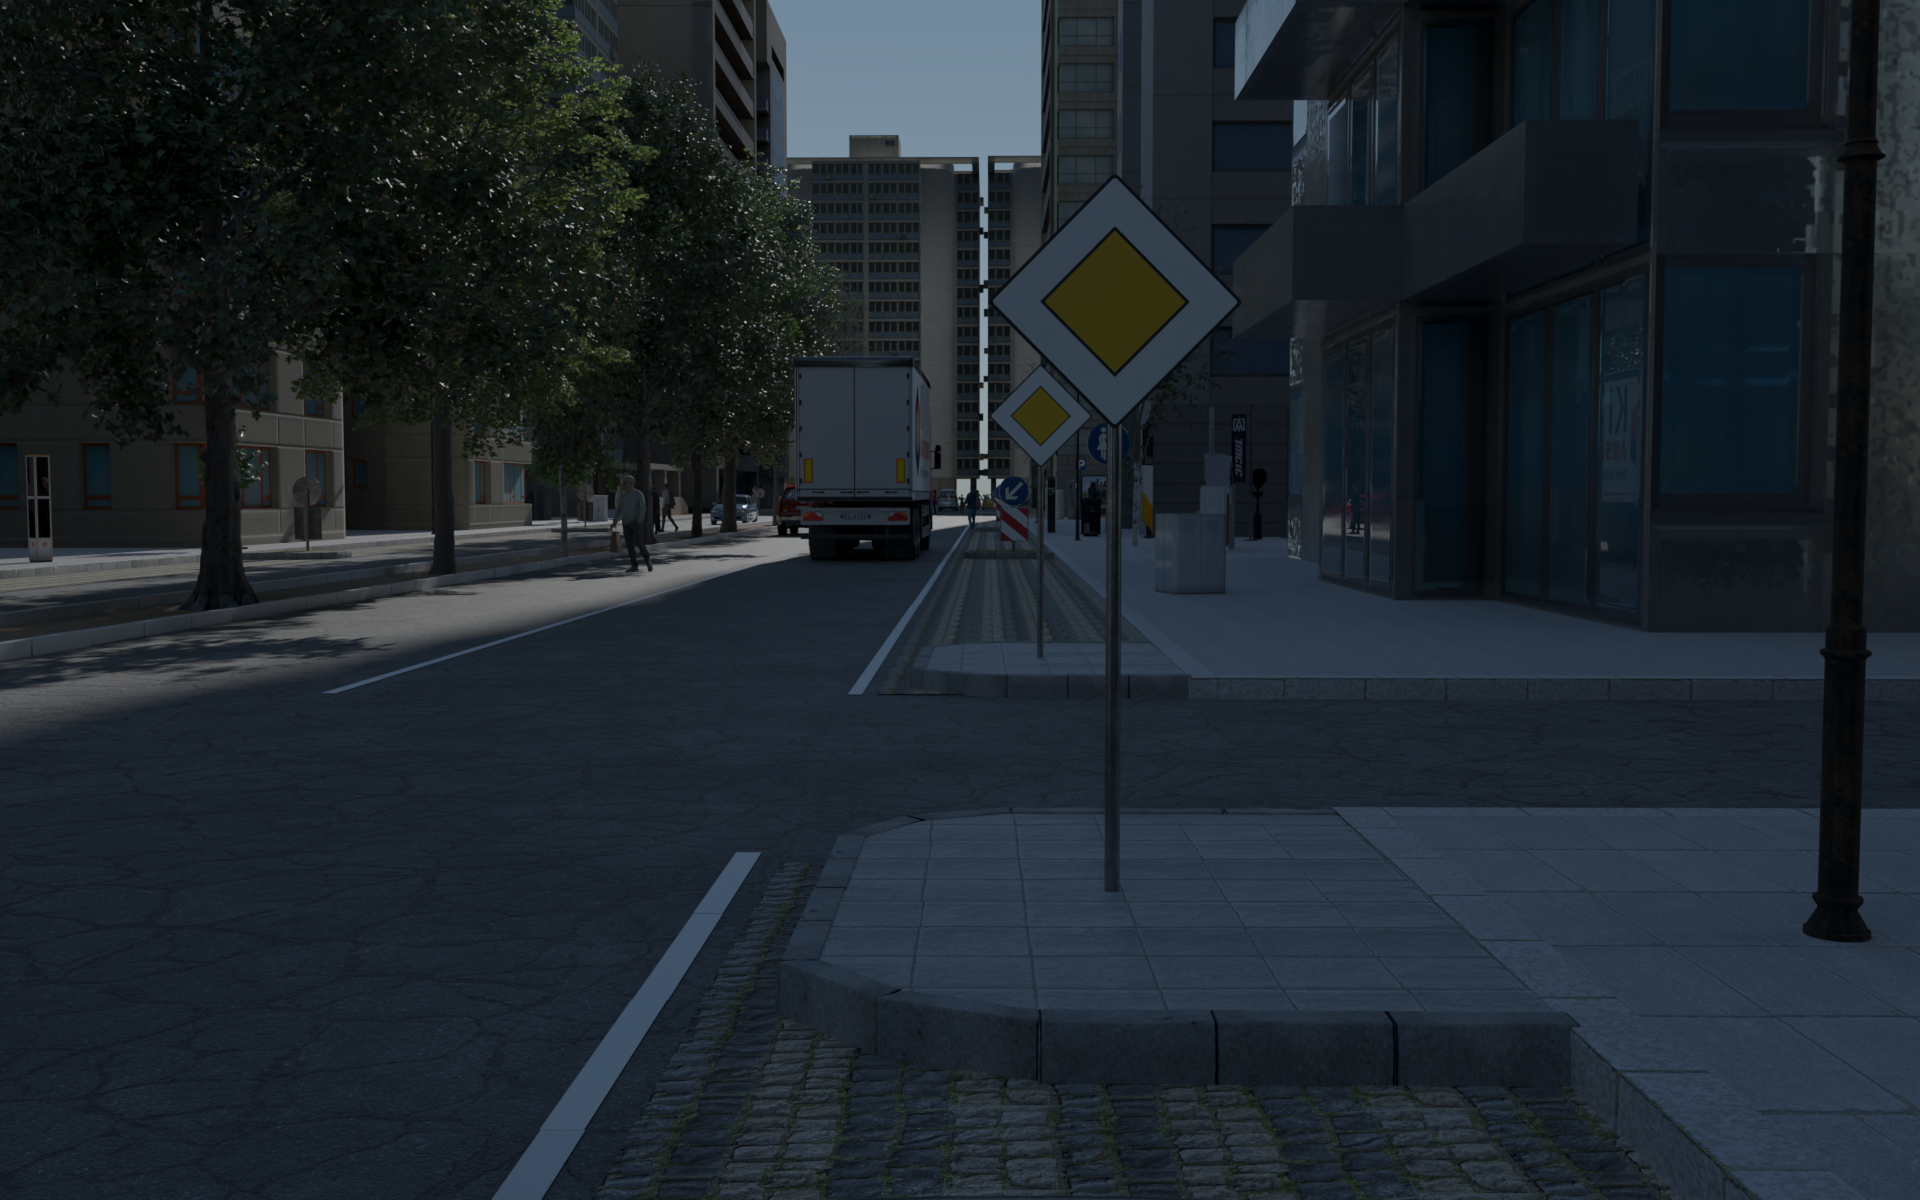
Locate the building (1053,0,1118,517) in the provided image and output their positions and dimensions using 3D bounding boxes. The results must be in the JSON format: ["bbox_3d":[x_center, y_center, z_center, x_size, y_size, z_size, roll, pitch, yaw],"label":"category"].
[{"bbox_3d":[12.581,-25.664,103.208,14.154,41.232,14.086,0,4,1],"label":"building"}]

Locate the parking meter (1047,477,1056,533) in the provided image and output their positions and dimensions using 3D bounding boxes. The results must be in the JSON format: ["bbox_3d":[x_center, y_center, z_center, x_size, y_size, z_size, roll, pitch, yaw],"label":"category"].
[{"bbox_3d":[3.043,-3.176,57.642,0.255,1.863,0.399,0,4,6],"label":"parking meter"}]

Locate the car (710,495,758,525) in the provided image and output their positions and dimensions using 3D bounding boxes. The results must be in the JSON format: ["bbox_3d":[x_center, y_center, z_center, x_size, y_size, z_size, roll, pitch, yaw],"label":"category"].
[{"bbox_3d":[-10.762,-4.333,82.850,2.014,1.417,4.499,0,4,2],"label":"car"}]

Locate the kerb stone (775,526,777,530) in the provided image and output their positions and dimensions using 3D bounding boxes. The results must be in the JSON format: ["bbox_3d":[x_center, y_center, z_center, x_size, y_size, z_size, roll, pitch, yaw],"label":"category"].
[{"bbox_3d":[-7.362,-2.803,68.066,0.120,0.150,1.000,0,4,1],"label":"kerb stone"}]

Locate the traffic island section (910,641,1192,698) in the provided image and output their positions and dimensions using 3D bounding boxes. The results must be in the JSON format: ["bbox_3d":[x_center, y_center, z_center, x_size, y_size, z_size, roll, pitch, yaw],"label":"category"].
[{"bbox_3d":[0.650,0.531,13.603,2.009,0.180,2.903,0,4,1],"label":"traffic island section"}]

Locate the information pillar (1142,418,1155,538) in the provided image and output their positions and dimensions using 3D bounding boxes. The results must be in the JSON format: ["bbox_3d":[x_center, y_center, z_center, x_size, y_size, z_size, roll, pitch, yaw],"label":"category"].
[{"bbox_3d":[5.431,-3.592,50.084,0.183,3.616,0.504,3,4,37],"label":"information pillar"}]

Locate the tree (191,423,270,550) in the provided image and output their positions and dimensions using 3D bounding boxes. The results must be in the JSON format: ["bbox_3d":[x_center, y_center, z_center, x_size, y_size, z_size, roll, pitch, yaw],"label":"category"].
[{"bbox_3d":[-17.092,-2.782,40.092,1.663,3.219,1.824,0,3,0],"label":"tree"}]

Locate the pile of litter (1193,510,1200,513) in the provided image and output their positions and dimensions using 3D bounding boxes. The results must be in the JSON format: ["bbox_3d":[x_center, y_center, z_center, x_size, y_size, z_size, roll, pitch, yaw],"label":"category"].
[{"bbox_3d":[6.184,-1.919,45.346,1.719,0.858,1.176,2,4,31],"label":"pile of litter"}]

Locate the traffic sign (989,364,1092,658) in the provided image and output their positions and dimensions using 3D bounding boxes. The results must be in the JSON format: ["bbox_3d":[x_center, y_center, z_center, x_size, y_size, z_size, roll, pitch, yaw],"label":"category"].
[{"bbox_3d":[0.626,-0.604,13.526,0.795,2.450,0.064,0,4,1],"label":"traffic sign"}]

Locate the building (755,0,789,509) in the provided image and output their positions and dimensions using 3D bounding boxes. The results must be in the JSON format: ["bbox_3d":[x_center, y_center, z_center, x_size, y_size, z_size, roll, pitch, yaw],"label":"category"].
[{"bbox_3d":[-23.375,-30.913,155.539,14.200,45.320,14.600,0,4,1],"label":"building"}]

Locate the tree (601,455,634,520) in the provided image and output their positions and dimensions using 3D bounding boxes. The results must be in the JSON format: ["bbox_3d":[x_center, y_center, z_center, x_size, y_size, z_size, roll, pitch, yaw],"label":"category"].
[{"bbox_3d":[-16.923,-5.556,85.446,1.663,3.219,1.824,0,3,0],"label":"tree"}]

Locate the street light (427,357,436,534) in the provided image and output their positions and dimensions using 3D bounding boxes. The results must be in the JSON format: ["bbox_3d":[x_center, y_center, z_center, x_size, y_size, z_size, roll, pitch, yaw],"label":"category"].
[{"bbox_3d":[-16.756,-5.027,54.976,0.468,5.910,1.993,0,4,1],"label":"street light"}]

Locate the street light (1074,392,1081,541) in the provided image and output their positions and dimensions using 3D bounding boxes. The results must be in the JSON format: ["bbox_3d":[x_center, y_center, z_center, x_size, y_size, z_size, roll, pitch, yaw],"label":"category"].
[{"bbox_3d":[3.239,-4.573,47.564,0.468,5.910,1.993,0,4,1],"label":"street light"}]

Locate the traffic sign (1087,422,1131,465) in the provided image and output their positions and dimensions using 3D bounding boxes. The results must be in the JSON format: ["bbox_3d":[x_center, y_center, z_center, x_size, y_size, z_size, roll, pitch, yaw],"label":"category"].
[{"bbox_3d":[2.625,-1.864,30.583,0.768,2.556,0.104,0,4,8],"label":"traffic sign"}]

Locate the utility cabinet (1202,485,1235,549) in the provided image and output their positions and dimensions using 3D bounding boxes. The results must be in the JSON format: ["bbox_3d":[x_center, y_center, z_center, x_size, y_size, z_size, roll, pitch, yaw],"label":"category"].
[{"bbox_3d":[6.034,-1.952,40.586,0.318,1.500,1.173,-1,4,-18],"label":"utility cabinet"}]

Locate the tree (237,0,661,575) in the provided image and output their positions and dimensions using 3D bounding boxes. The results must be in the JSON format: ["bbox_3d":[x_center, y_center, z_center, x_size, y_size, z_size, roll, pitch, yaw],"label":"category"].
[{"bbox_3d":[-9.282,-6.745,30.872,7.486,12.596,7.792,0,3,0],"label":"tree"}]

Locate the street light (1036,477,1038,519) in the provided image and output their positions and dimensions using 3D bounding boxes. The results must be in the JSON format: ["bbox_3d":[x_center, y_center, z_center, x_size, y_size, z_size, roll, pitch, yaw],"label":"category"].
[{"bbox_3d":[3.937,-7.022,87.595,0.468,5.910,1.993,0,4,1],"label":"street light"}]

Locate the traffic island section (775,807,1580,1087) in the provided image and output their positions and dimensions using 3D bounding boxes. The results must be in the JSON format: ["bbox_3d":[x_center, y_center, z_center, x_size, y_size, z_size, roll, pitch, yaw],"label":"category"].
[{"bbox_3d":[0.512,1.019,5.619,2.009,0.180,2.903,0,4,1],"label":"traffic island section"}]

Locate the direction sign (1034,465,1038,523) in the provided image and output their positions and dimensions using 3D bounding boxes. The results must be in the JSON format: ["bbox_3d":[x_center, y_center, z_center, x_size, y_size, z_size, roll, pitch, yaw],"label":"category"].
[{"bbox_3d":[3.511,-5.229,77.486,0.379,3.537,0.876,0,4,-3],"label":"direction sign"}]

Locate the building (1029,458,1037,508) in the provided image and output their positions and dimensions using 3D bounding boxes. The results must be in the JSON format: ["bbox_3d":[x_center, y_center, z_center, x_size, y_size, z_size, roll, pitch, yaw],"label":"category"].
[{"bbox_3d":[17.490,-50.983,146.238,22.319,86.520,31.000,0,4,1],"label":"building"}]

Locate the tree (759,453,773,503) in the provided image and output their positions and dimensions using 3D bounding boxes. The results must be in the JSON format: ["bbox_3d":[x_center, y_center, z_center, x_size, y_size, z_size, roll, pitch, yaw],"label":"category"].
[{"bbox_3d":[-16.451,-11.887,144.708,4.737,8.622,4.395,0,3,0],"label":"tree"}]

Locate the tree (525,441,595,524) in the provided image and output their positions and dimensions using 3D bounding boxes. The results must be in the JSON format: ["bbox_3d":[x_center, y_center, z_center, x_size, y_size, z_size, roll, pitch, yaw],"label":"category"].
[{"bbox_3d":[-17.351,-5.647,76.036,4.285,4.588,4.351,0,3,0],"label":"tree"}]

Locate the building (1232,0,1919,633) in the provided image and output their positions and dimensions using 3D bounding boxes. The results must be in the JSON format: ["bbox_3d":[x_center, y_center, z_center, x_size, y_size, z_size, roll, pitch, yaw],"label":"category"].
[{"bbox_3d":[19.263,-24.724,23.841,30.456,49.044,23.786,0,4,1],"label":"building"}]

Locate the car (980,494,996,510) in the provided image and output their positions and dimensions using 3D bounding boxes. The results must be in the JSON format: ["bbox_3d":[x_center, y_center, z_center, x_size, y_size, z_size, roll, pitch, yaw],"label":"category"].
[{"bbox_3d":[2.760,-8.520,149.523,2.015,1.641,3.980,0,4,-1],"label":"car"}]

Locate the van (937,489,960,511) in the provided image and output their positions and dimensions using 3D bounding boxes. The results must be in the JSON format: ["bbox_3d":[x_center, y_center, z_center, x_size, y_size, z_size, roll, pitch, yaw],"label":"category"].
[{"bbox_3d":[-0.970,-8.369,143.850,2.013,2.044,4.112,0,4,2],"label":"van"}]

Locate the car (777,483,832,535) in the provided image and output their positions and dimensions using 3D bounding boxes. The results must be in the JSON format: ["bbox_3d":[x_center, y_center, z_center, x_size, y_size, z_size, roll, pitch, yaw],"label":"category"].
[{"bbox_3d":[-5.290,-3.253,61.862,2.281,1.827,5.304,0,4,2],"label":"car"}]

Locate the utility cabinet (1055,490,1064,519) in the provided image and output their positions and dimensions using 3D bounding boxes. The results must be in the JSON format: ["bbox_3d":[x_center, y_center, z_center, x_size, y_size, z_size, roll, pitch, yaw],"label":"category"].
[{"bbox_3d":[4.786,-4.767,86.625,0.318,1.500,1.173,2,4,35],"label":"utility cabinet"}]

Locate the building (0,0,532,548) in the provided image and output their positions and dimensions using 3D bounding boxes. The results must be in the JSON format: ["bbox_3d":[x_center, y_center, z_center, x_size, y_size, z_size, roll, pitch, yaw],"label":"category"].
[{"bbox_3d":[-31.371,-12.854,55.201,27.650,21.520,28.899,0,4,1],"label":"building"}]

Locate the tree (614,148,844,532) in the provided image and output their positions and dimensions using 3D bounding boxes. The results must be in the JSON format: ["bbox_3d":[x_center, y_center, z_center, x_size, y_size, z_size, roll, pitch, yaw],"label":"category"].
[{"bbox_3d":[-8.717,-9.527,64.880,9.857,13.997,8.962,0,3,0],"label":"tree"}]

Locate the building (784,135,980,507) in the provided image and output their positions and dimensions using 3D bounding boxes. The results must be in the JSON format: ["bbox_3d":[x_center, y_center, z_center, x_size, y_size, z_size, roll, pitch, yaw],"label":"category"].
[{"bbox_3d":[-9.403,-30.468,190.036,23.993,40.220,32.217,0,4,1],"label":"building"}]

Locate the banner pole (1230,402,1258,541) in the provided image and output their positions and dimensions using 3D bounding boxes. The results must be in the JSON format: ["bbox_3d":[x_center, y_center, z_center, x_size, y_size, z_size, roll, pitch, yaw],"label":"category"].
[{"bbox_3d":[7.791,-3.520,47.568,0.863,3.779,0.401,3,5,39],"label":"banner pole"}]

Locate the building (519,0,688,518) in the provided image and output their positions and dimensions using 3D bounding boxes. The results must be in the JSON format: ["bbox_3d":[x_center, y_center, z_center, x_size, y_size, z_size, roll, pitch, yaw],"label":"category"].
[{"bbox_3d":[-33.288,-25.010,100.802,32.217,40.220,23.993,0,4,1],"label":"building"}]

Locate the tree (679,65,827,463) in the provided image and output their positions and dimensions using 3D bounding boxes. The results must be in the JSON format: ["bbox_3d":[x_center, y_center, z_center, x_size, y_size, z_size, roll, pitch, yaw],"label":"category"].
[{"bbox_3d":[-8.276,-7.683,45.084,9.611,12.733,9.660,0,3,0],"label":"tree"}]

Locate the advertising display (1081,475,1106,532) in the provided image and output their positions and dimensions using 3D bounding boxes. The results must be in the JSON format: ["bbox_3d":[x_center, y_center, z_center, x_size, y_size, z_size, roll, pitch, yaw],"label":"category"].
[{"bbox_3d":[4.556,-3.260,58.522,0.974,1.923,0.123,2,4,30],"label":"advertising display"}]

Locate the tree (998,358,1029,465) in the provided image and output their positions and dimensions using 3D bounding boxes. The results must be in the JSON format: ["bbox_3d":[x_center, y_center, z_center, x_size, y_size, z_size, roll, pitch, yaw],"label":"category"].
[{"bbox_3d":[4.327,-8.615,91.219,4.360,8.622,3.978,0,3,0],"label":"tree"}]

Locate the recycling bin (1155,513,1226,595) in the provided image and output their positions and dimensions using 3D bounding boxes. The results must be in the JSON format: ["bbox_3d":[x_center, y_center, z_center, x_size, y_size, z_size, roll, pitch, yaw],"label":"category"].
[{"bbox_3d":[2.991,-0.609,22.506,0.722,1.027,0.722,-1,4,-15],"label":"recycling bin"}]

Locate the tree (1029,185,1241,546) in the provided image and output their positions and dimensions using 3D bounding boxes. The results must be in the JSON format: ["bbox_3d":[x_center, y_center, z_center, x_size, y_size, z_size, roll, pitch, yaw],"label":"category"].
[{"bbox_3d":[4.534,-5.629,42.390,4.360,8.622,3.978,0,3,0],"label":"tree"}]

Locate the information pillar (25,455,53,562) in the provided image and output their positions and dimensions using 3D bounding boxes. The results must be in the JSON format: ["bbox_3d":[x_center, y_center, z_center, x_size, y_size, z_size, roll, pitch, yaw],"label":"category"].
[{"bbox_3d":[-17.327,-1.719,32.592,0.304,2.012,0.304,2,4,33],"label":"information pillar"}]

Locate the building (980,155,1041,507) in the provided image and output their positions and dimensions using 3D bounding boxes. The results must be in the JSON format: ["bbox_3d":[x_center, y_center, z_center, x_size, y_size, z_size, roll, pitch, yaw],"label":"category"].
[{"bbox_3d":[14.577,-30.411,189.104,23.993,40.220,32.217,0,4,1],"label":"building"}]

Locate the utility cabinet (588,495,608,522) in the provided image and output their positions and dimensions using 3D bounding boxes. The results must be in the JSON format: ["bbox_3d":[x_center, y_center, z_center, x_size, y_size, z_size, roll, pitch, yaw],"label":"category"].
[{"bbox_3d":[-16.912,-4.264,80.876,1.020,1.237,0.306,2,4,34],"label":"utility cabinet"}]

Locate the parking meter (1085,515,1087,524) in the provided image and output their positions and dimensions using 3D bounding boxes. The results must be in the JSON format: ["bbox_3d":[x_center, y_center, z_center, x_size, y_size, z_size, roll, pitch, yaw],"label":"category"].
[{"bbox_3d":[5.469,-4.269,75.502,0.399,1.863,0.255,-3,5,-44],"label":"parking meter"}]

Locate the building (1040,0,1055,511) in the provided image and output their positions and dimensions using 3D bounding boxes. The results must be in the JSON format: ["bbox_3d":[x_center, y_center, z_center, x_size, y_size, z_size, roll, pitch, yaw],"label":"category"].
[{"bbox_3d":[16.619,-30.425,121.157,21.300,48.544,21.600,0,4,1],"label":"building"}]

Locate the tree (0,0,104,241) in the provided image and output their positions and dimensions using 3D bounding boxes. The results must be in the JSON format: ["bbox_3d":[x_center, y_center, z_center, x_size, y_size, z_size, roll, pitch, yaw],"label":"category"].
[{"bbox_3d":[-9.567,-3.766,14.400,4.360,8.622,3.978,0,3,0],"label":"tree"}]

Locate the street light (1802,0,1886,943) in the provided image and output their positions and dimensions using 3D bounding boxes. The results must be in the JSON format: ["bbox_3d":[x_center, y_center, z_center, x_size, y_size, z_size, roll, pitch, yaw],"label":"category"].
[{"bbox_3d":[2.552,-1.962,4.862,0.468,5.910,1.993,0,4,1],"label":"street light"}]

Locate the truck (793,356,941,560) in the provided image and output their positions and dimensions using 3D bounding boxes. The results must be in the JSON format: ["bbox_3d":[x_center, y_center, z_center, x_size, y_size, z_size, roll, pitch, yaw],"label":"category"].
[{"bbox_3d":[-2.020,-3.182,40.933,2.839,4.237,11.283,0,4,1],"label":"truck"}]

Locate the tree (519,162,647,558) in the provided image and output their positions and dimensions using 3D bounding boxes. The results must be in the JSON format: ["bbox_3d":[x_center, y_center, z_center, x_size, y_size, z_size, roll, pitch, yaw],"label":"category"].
[{"bbox_3d":[-8.692,-5.192,37.713,4.737,8.622,4.395,0,3,0],"label":"tree"}]

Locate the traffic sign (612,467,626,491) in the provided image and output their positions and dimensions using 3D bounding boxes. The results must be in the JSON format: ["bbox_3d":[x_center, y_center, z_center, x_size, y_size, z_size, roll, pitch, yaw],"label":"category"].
[{"bbox_3d":[-15.962,-4.942,80.911,0.768,2.556,0.104,1,4,9],"label":"traffic sign"}]

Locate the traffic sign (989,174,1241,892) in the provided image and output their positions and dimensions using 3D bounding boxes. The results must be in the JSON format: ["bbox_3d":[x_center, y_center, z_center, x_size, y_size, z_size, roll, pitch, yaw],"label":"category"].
[{"bbox_3d":[0.489,-0.116,5.542,0.795,2.450,0.064,0,4,1],"label":"traffic sign"}]

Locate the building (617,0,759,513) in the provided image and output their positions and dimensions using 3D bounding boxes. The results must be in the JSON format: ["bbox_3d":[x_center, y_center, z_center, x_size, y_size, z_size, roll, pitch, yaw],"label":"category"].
[{"bbox_3d":[-26.590,-30.600,124.010,21.300,48.544,21.600,0,4,1],"label":"building"}]

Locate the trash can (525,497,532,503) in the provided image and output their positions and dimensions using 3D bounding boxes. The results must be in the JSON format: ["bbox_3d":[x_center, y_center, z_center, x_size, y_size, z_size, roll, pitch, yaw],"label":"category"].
[{"bbox_3d":[-21.058,-4.408,83.728,0.748,1.137,0.748,0,3,0],"label":"trash can"}]

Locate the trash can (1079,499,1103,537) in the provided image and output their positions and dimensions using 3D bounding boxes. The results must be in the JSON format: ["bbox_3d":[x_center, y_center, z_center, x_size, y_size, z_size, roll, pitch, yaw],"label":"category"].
[{"bbox_3d":[3.957,-2.491,52.380,0.748,1.137,0.748,0,3,0],"label":"trash can"}]

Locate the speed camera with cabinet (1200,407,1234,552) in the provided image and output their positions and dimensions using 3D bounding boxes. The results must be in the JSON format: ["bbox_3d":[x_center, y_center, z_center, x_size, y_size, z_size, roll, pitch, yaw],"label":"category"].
[{"bbox_3d":[5.745,-2.715,38.720,0.660,3.252,2.038,1,4,13],"label":"speed camera with cabinet"}]

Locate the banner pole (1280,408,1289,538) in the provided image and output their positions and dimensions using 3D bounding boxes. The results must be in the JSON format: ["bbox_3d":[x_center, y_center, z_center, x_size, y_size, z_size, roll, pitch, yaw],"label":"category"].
[{"bbox_3d":[9.743,-3.684,50.255,0.863,3.779,0.401,1,4,13],"label":"banner pole"}]

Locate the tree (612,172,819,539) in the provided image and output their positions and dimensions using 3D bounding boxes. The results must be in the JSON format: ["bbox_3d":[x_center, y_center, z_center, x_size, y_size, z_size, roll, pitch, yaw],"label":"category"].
[{"bbox_3d":[-8.318,-7.753,54.970,9.928,11.665,9.643,0,3,0],"label":"tree"}]

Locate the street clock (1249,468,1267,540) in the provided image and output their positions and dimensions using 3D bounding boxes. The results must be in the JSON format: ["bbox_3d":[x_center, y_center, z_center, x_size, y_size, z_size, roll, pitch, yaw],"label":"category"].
[{"bbox_3d":[8.384,-2.703,48.756,0.471,2.002,0.358,-1,4,-17],"label":"street clock"}]

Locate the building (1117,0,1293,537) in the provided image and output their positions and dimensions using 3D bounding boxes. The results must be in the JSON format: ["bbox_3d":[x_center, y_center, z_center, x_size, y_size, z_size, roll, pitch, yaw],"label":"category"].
[{"bbox_3d":[16.399,-31.907,63.681,21.231,58.520,28.212,0,4,1],"label":"building"}]

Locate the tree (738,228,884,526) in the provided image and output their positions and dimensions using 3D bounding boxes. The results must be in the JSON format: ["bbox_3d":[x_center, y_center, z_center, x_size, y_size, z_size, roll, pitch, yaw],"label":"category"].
[{"bbox_3d":[-8.153,-10.014,76.555,12.009,13.543,11.850,0,3,0],"label":"tree"}]

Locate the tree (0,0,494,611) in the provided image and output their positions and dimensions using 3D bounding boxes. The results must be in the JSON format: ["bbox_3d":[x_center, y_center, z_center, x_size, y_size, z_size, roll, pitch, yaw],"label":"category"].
[{"bbox_3d":[-9.184,-6.231,21.343,9.611,12.733,9.660,0,3,0],"label":"tree"}]
